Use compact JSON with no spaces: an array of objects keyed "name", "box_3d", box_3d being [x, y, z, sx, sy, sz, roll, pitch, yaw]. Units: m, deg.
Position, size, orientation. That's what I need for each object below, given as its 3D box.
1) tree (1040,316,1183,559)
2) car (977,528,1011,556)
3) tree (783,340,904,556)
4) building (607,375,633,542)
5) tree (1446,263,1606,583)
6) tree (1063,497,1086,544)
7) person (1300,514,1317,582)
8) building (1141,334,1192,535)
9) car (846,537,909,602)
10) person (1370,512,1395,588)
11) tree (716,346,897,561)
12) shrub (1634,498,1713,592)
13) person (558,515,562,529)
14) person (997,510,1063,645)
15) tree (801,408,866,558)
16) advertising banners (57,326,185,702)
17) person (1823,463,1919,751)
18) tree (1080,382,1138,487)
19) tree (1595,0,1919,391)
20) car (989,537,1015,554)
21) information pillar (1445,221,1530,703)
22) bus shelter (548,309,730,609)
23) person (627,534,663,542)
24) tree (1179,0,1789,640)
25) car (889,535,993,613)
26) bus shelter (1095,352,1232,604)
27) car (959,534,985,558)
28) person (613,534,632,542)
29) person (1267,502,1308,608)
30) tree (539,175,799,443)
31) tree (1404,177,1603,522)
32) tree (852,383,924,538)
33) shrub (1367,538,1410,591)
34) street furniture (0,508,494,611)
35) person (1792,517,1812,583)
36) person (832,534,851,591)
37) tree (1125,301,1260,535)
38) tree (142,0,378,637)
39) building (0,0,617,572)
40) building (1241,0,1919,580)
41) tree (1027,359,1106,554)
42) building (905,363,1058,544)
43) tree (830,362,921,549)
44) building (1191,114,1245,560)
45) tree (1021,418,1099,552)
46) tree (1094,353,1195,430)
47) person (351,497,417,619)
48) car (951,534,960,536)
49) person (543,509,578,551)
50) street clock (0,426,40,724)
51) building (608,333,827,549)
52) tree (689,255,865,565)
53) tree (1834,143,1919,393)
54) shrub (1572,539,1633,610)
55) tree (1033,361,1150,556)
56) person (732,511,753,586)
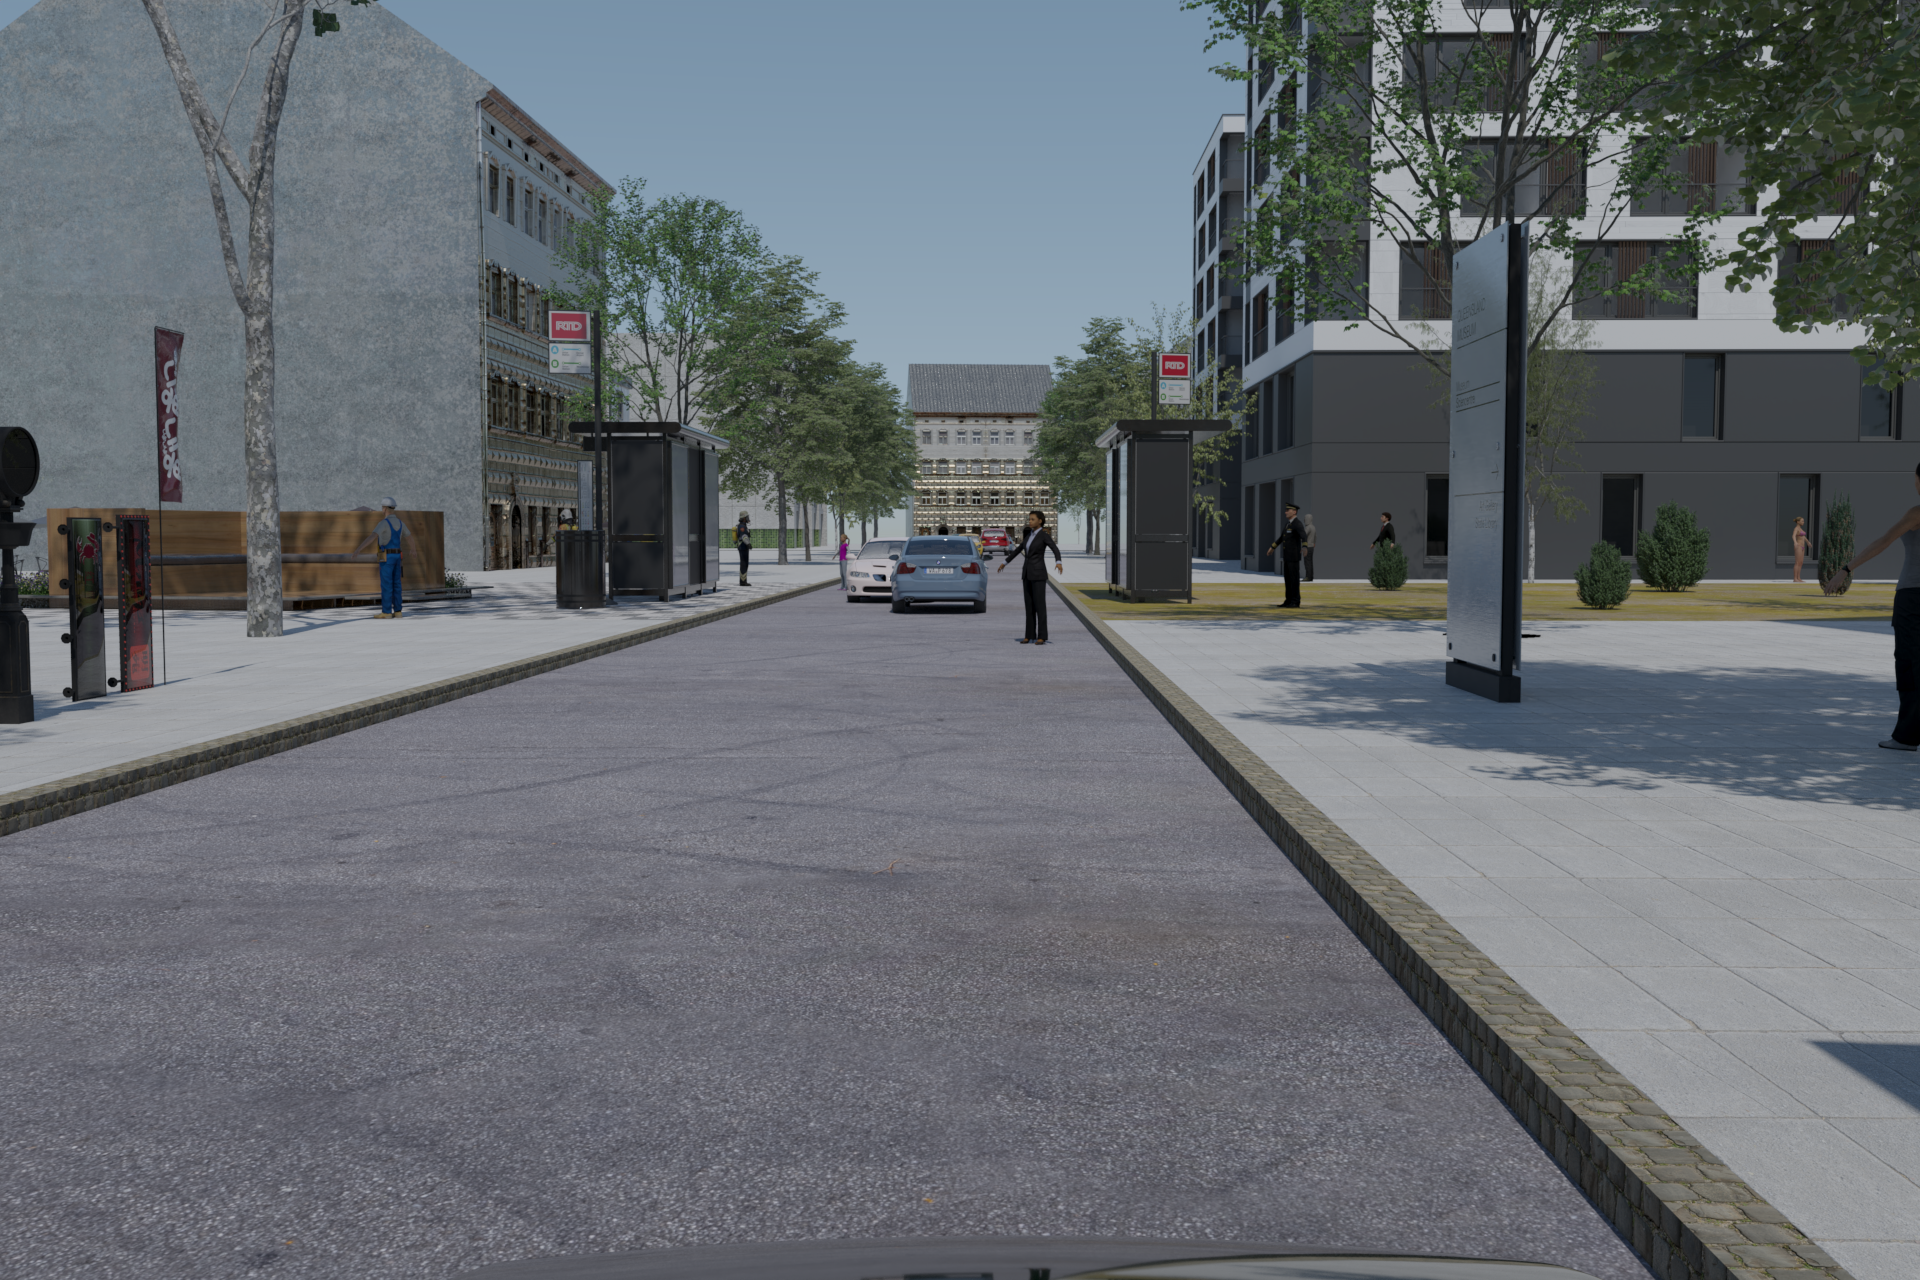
[{"name":"tree","box_3d":[7.874,-10.562,90.809,7.486,12.596,7.792,0,3,0]},{"name":"car","box_3d":[2.251,-6.512,115.140,2.281,1.827,5.304,0,4,1]},{"name":"tree","box_3d":[-7.125,-11.260,102.223,7.486,12.596,7.792,0,3,0]},{"name":"building","box_3d":[-22.165,-9.253,93.428,9.099,9.664,28.070,0,4,1]},{"name":"tree","box_3d":[15.066,-5.797,45.144,4.360,8.622,3.978,0,3,0]},{"name":"tree","box_3d":[15.304,-16.456,219.409,4.360,8.622,3.978,0,3,0]},{"name":"person","box_3d":[9.322,-2.468,46.472,0.705,1.813,1.348,2,4,32]},{"name":"building","box_3d":[26.820,-20.449,165.263,19.493,23.208,18.063,0,4,2]},{"name":"car","box_3d":[-1.406,-1.560,37.860,2.083,1.381,4.827,0,4,2]},{"name":"person","box_3d":[10.202,-2.167,41.616,0.705,1.806,1.347,0,4,-8]},{"name":"tree","box_3d":[-7.164,-8.998,81.523,8.767,10.594,7.601,-1,4,-9]},{"name":"shrub","box_3d":[15.751,-2.097,38.320,1.661,2.075,1.752,0,3,0]},{"name":"person","box_3d":[-10.579,-2.468,46.493,0.704,1.843,1.345,0,4,6]},{"name":"person","box_3d":[0.920,-0.812,22.453,0.721,1.740,1.216,-3,5,-39]},{"name":"tree","box_3d":[-6.762,-8.734,93.169,4.737,8.622,4.395,0,3,0]},{"name":"advertising banners","box_3d":[-6.757,-1.096,14.104,0.090,3.025,2.074,0,4,1]},{"name":"person","box_3d":[5.719,-0.217,10.356,1.217,1.737,0.721,-1,4,-14]},{"name":"tree","box_3d":[7.699,-8.170,83.941,4.360,8.622,3.978,0,3,0]},{"name":"tree","box_3d":[6.209,-5.460,7.396,7.486,12.596,7.792,0,3,0]},{"name":"car","box_3d":[2.953,-6.881,124.502,2.014,1.417,4.499,0,4,0]},{"name":"information pillar","box_3d":[4.207,-1.380,13.877,0.184,3.620,1.656,0,4,2]},{"name":"bus shelter","box_3d":[-6.230,-3.431,33.734,2.179,5.291,8.768,0,4,1]},{"name":"person","box_3d":[-7.450,-2.115,41.044,1.216,1.772,0.721,-3,5,-43]},{"name":"tree","box_3d":[6.592,-5.850,21.406,9.928,11.665,9.643,0,3,0]},{"name":"car","box_3d":[-0.368,-1.272,32.794,2.014,1.417,4.499,0,4,0]},{"name":"bus shelter","box_3d":[3.993,-3.564,35.902,2.179,5.291,8.768,0,4,1]},{"name":"car","box_3d":[0.520,-5.733,103.965,2.015,1.641,3.980,0,4,1]},{"name":"person","box_3d":[-11.477,-3.278,59.814,1.346,1.802,0.704,1,4,13]},{"name":"person","box_3d":[5.757,-1.483,30.184,0.705,1.837,1.347,-1,4,-17]},{"name":"tree","box_3d":[-8.241,-7.624,50.400,9.928,11.665,9.643,0,3,0]},{"name":"tree","box_3d":[11.569,-5.234,35.936,4.360,8.622,3.978,0,3,0]},{"name":"tree","box_3d":[-6.359,-12.956,129.956,7.486,12.596,7.792,0,3,0]},{"name":"shrub","box_3d":[9.685,-1.714,39.146,1.383,1.207,1.383,0,3,0]},{"name":"street furniture","box_3d":[-13.610,-1.634,33.564,11.010,1.723,9.812,1,4,13]},{"name":"person","box_3d":[22.290,-2.388,45.840,0.721,1.733,1.217,3,5,42]},{"name":"person","box_3d":[-3.000,-1.964,43.841,0.599,1.433,0.991,-2,4,-28]},{"name":"tree","box_3d":[6.988,-6.373,54.557,4.737,8.622,4.395,0,3,0]},{"name":"tree","box_3d":[-9.893,-10.159,21.981,12.611,20.169,13.585,0,3,0]},{"name":"building","box_3d":[-25.133,-14.486,67.777,19.493,23.208,18.063,0,4,2]},{"name":"building","box_3d":[24.121,-13.457,63.989,27.936,21.610,32.646,0,4,1]},{"name":"tree","box_3d":[7.983,-11.893,112.572,7.486,12.596,7.792,0,3,0]},{"name":"building","box_3d":[2.454,-23.800,222.507,18.063,23.208,19.493,0,4,-4]},{"name":"tree","box_3d":[-6.247,-12.035,114.906,7.486,12.596,7.792,0,3,0]},{"name":"building","box_3d":[27.173,-15.686,100.441,27.936,21.610,32.646,0,4,2]},{"name":"tree","box_3d":[9.613,-13.115,124.794,12.009,13.543,11.850,0,3,0]},{"name":"tree","box_3d":[7.692,-7.397,71.306,4.737,8.622,4.395,0,3,0]},{"name":"person","box_3d":[-8.695,-1.254,26.354,0.705,1.847,1.347,2,4,24]},{"name":"car","box_3d":[0.046,-6.489,117.894,2.131,1.459,4.920,0,4,2]},{"name":"person","box_3d":[-9.224,-2.128,40.566,0.705,1.858,1.354,2,4,29]},{"name":"street clock","box_3d":[-6.433,-0.437,11.709,0.358,2.002,0.471,0,4,1]},{"name":"building","box_3d":[-22.731,-18.448,168.086,16.747,18.905,31.486,0,4,1]},{"name":"tree","box_3d":[-7.495,-9.329,70.663,7.486,12.596,7.792,0,3,0]},{"name":"tree","box_3d":[15.635,-4.700,27.205,4.737,8.622,4.395,0,3,0]},{"name":"shrub","box_3d":[10.927,-1.121,29.446,1.383,1.207,1.383,0,3,0]},{"name":"tree","box_3d":[8.143,-10.847,103.098,9.928,11.665,9.643,0,3,0]},{"name":"person","box_3d":[-5.277,-2.248,42.534,0.705,1.856,1.354,-1,4,-12]}]
